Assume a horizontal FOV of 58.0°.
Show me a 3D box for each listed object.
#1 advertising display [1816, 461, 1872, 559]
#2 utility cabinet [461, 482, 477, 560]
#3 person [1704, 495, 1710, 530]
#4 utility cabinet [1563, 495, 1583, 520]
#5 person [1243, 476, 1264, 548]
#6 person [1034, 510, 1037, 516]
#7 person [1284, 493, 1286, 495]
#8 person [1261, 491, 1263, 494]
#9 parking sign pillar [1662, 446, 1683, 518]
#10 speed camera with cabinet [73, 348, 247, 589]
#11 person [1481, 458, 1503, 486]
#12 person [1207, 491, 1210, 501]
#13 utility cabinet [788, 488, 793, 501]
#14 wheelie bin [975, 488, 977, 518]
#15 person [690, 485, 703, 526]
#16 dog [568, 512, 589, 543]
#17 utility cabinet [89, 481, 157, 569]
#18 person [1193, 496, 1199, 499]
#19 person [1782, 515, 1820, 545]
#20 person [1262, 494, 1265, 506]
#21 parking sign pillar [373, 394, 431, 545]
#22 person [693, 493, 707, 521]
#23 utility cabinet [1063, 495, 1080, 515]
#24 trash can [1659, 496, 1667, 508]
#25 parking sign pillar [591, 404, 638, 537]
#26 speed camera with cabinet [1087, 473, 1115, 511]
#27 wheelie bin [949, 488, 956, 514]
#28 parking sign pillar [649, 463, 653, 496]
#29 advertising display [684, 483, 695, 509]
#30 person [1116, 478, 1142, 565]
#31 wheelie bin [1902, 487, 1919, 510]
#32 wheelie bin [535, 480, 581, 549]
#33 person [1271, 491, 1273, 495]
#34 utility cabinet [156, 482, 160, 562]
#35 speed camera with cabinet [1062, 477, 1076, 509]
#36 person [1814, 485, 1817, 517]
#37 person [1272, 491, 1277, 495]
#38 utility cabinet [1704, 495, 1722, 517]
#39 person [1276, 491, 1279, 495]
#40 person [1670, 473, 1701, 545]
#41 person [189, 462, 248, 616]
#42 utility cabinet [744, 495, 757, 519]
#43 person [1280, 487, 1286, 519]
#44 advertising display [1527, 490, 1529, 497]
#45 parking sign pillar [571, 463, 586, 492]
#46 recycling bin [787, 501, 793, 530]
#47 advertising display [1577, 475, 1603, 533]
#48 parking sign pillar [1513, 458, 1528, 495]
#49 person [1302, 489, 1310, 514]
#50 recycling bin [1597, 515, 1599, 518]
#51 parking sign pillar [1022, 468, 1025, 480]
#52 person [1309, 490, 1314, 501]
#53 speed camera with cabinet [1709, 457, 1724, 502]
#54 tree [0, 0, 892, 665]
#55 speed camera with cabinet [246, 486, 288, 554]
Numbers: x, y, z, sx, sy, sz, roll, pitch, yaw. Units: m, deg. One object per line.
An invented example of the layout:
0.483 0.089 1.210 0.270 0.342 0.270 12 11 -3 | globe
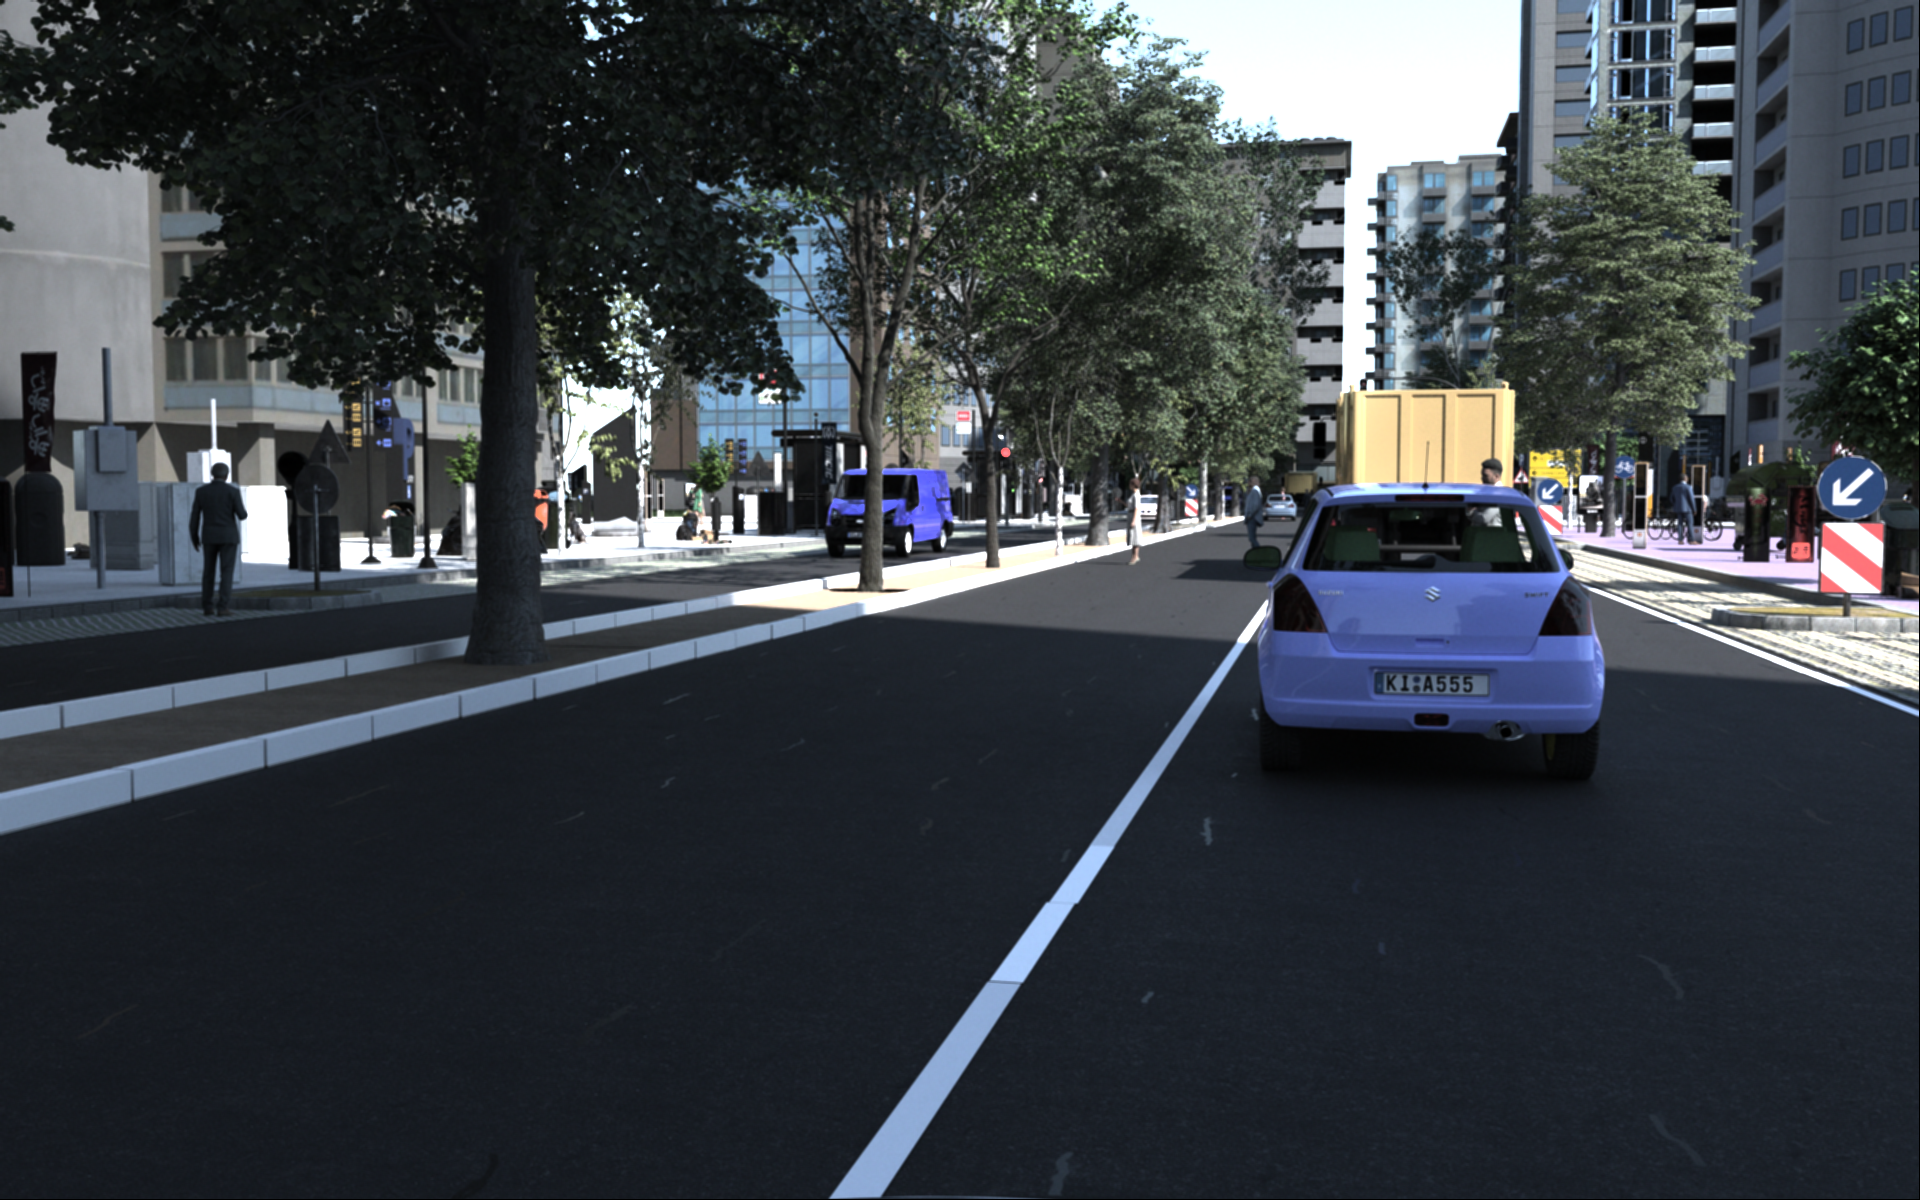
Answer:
17.256 -1.749 33.813 0.974 1.923 0.123 3 5 43 | advertising display
-9.450 -1.521 33.555 0.318 1.500 1.173 -1 4 -20 | utility cabinet
25.947 -3.178 60.595 0.503 1.515 0.523 2 4 23 | person
30.568 -4.601 86.382 1.020 1.237 0.306 -1 4 -18 | utility cabinet
5.889 -1.578 34.568 0.793 1.790 0.793 -2 4 -26 | person
4.179 -5.827 101.230 0.836 1.842 0.656 -3 5 -40 | person
28.719 -8.816 153.085 0.568 1.767 0.683 -2 4 -26 | person
27.652 -9.231 159.446 0.705 1.822 1.348 1 4 10 | person
38.970 -6.478 94.386 1.447 3.967 1.447 0 4 3 | parking sign pillar
-11.168 -1.822 24.129 2.038 3.252 0.660 -3 5 -42 | speed camera with cabinet
5.483 -0.575 18.084 0.466 1.800 0.511 -1 4 -15 | person
30.465 -12.575 213.121 0.593 1.643 0.415 0 4 -2 | person
-6.321 -3.660 68.524 0.318 1.500 1.173 2 4 30 | utility cabinet
1.025 -5.102 91.330 0.980 1.594 0.693 0 4 -2 | wheelie bin
-10.654 -3.928 70.509 0.529 1.795 0.600 -3 5 -40 | person
-9.874 -1.884 45.180 0.800 0.831 0.513 -1 4 -12 | dog
-14.270 -1.269 29.432 1.173 1.500 0.318 2 4 24 | utility cabinet
21.962 -9.381 161.881 0.705 1.823 1.348 3 5 41 | person
17.709 -1.531 36.568 0.738 1.151 1.012 0 4 -5 | person
36.086 -12.131 207.560 1.217 1.735 0.721 -1 4 -9 | person
-14.414 -3.434 44.622 1.447 3.967 1.447 0 4 -4 | parking sign pillar
-12.502 -4.696 83.165 0.599 1.781 0.374 1 4 13 | person
6.837 -5.799 105.969 1.020 1.237 0.306 -1 4 -23 | utility cabinet
44.406 -5.970 109.268 0.748 1.137 0.748 0 3 0 | trash can
-10.349 -3.879 51.892 1.447 3.967 1.447 -1 4 -14 | parking sign pillar
9.950 -7.787 121.660 2.038 3.252 0.660 2 4 30 | speed camera with cabinet
-0.654 -4.992 89.522 0.980 1.594 0.693 -2 4 -26 | wheelie bin
-24.797 -9.387 141.954 1.447 3.967 1.447 -3 4 -37 | parking sign pillar
-15.308 -5.715 98.650 0.123 1.923 0.974 2 4 35 | advertising display
3.451 -1.602 35.257 0.524 1.755 0.480 0 4 -4 | person
43.258 -4.323 78.594 0.980 1.594 0.693 -2 4 -25 | wheelie bin
-9.480 -1.980 40.288 0.980 1.594 0.693 2 4 34 | wheelie bin
37.805 -12.309 209.888 0.705 1.807 1.348 0 4 0 | person
-14.701 -1.446 32.322 0.318 1.500 1.173 3 4 37 | utility cabinet
9.347 -9.402 148.050 0.660 3.252 2.038 -2 4 -29 | speed camera with cabinet
24.793 -2.682 50.062 0.661 1.801 0.590 1 4 13 | person
28.321 -8.955 155.641 1.217 1.743 0.721 2 4 25 | person
42.085 -5.244 96.894 1.020 1.237 0.306 1 4 14 | utility cabinet
32.854 -10.362 178.643 0.721 1.735 1.217 0 4 -4 | person
18.320 -2.297 43.781 0.419 1.800 0.721 -3 5 -44 | person
-8.688 -0.716 20.375 0.661 1.801 0.590 0 4 -7 | person
-10.833 -4.871 90.800 1.020 1.237 0.306 -2 4 -24 | utility cabinet
18.467 -5.530 98.925 0.388 1.821 0.555 -1 4 -20 | person
42.978 -7.673 130.668 0.974 1.923 0.123 2 4 26 | advertising display
-33.036 -9.877 149.961 1.447 3.967 1.447 -1 4 -16 | parking sign pillar
-6.106 -2.985 61.357 0.722 1.027 0.722 3 5 40 | recycling bin
20.878 -3.184 57.264 0.974 1.923 0.123 0 4 -8 | advertising display
40.041 -8.297 124.127 1.447 3.967 1.447 -2 4 -24 | parking sign pillar
23.502 -6.650 117.655 0.534 1.772 0.576 2 4 32 | person
34.548 -4.908 92.806 0.722 1.027 0.722 2 4 32 | recycling bin
4.201 -8.065 120.333 1.447 3.967 1.447 -2 4 -32 | parking sign pillar
26.906 -7.588 132.909 0.623 1.781 0.721 2 4 25 | person
40.690 -5.937 91.398 2.038 3.252 0.660 2 4 26 | speed camera with cabinet
-3.852 -6.440 14.408 9.857 13.997 8.962 0 3 0 | tree
-15.374 -2.601 36.855 0.660 3.252 2.038 2 4 30 | speed camera with cabinet
